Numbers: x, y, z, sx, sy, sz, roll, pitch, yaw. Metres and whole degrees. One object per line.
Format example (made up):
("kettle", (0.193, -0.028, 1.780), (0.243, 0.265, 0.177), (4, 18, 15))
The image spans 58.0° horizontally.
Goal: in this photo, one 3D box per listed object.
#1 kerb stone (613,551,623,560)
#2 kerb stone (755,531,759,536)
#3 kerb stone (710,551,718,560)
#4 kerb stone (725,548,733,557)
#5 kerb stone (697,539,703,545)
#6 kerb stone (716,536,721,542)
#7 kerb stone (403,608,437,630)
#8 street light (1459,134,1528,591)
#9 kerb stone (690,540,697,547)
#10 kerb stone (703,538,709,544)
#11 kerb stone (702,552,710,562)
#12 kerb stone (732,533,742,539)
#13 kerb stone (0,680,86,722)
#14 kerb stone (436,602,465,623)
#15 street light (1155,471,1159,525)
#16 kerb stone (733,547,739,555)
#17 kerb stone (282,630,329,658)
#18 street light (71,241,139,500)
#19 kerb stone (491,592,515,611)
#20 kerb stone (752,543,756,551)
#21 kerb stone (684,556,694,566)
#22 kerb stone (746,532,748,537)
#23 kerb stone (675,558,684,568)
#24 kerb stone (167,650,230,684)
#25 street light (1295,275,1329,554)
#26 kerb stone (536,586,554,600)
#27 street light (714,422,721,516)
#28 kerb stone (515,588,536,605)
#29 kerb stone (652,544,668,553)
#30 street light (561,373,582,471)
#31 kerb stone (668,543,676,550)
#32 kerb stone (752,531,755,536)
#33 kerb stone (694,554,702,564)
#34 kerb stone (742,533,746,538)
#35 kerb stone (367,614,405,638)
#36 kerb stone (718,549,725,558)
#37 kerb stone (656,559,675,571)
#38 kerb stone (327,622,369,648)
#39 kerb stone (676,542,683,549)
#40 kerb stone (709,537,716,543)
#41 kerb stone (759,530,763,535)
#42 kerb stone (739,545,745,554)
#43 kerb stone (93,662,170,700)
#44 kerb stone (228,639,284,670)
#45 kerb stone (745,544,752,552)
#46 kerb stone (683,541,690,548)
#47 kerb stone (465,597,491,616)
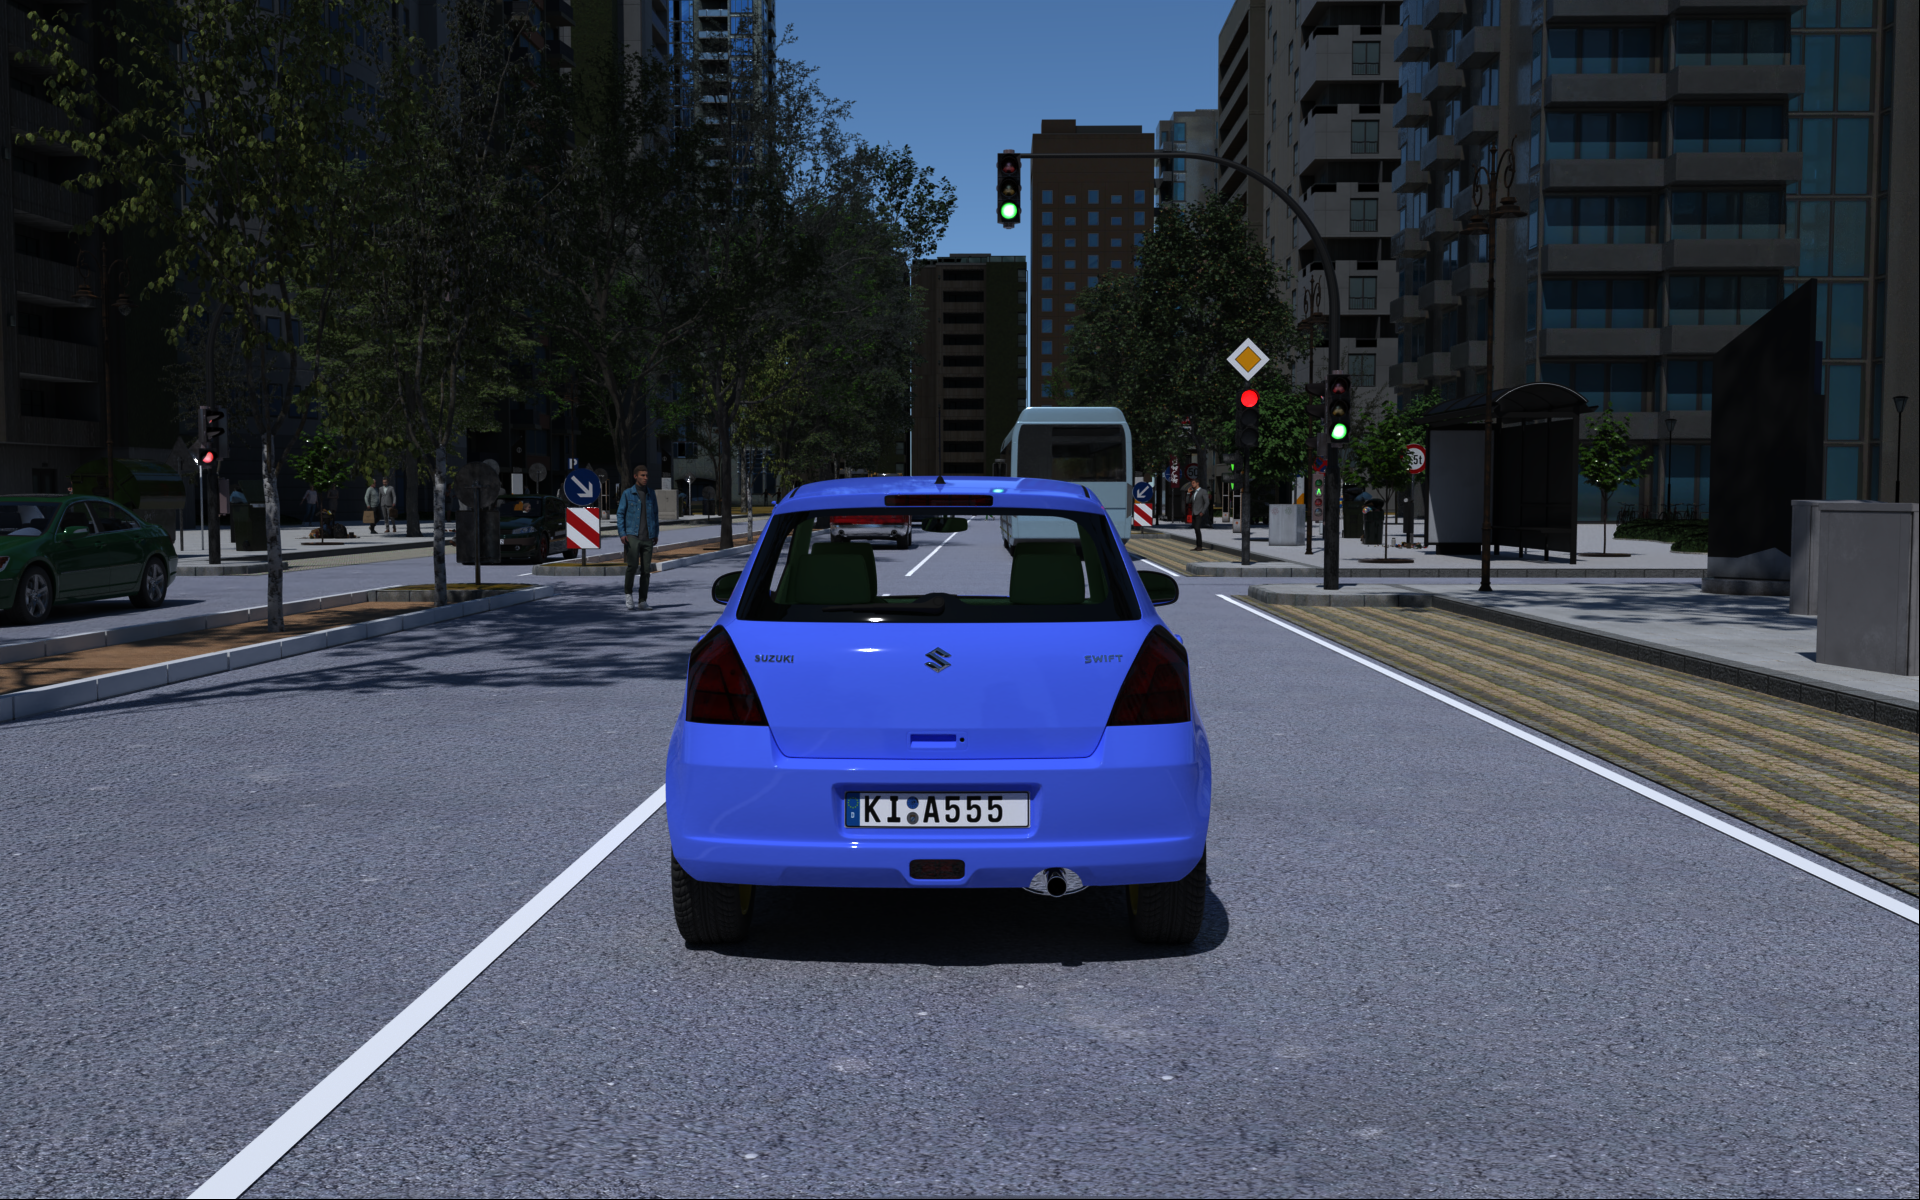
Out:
("kerb stone", (-7.563, -0.951, 37.751), (0.120, 0.150, 1.000), (0, 4, 1))
("kerb stone", (-7.080, -2.266, 59.242), (0.120, 0.150, 1.000), (0, 4, 1))
("kerb stone", (-5.463, -0.948, 37.696), (0.120, 0.150, 1.000), (0, 4, 1))
("kerb stone", (-5.411, -1.074, 39.749), (0.120, 0.150, 1.000), (0, 4, 1))
("kerb stone", (-7.332, -1.574, 47.994), (0.120, 0.150, 1.000), (0, 4, 1))
("kerb stone", (-7.259, -1.765, 51.059), (0.120, 0.150, 1.000), (0, 4, 1))
("kerb stone", (-5.882, 0.217, 18.653), (0.120, 0.150, 1.000), (0, 4, 1))
("street light", (6.963, -3.057, 22.773), (0.468, 5.910, 1.993), (0, 4, 1))
("kerb stone", (-7.349, -1.515, 46.971), (0.120, 0.150, 1.000), (0, 4, 1))
("kerb stone", (-7.309, -1.640, 49.015), (0.120, 0.150, 1.000), (0, 4, 1))
("kerb stone", (-5.484, -0.886, 36.674), (0.120, 0.150, 1.000), (0, 4, 1))
("kerb stone", (-7.169, -2.016, 55.154), (0.120, 0.150, 1.000), (0, 4, 1))
("kerb stone", (-6.046, 0.655, 11.491), (0.120, 0.150, 1.000), (0, 4, 1))
("kerb stone", (-5.865, 0.154, 19.681), (0.120, 0.150, 1.000), (0, 4, 1))
("street light", (8.095, -6.004, 70.956), (0.468, 5.910, 1.993), (0, 4, 1))
("kerb stone", (-5.390, -1.136, 40.773), (0.120, 0.150, 1.000), (0, 4, 1))
("kerb stone", (-5.956, 0.406, 15.586), (0.120, 0.150, 1.000), (0, 4, 1))
("street light", (-15.707, -3.619, 31.954), (0.468, 5.910, 1.993), (0, 4, 1))
("kerb stone", (-5.815, 0.028, 21.750), (0.120, 0.150, 1.000), (0, 4, 1))
("kerb stone", (-5.320, -1.322, 43.841), (0.120, 0.150, 1.000), (0, 4, 1))
("kerb stone", (-5.525, -0.760, 34.626), (0.120, 0.150, 1.000), (0, 4, 1))
("kerb stone", (-7.115, -2.141, 57.198), (0.120, 0.150, 1.000), (0, 4, 1))
("kerb stone", (-5.548, -0.698, 33.601), (0.120, 0.150, 1.000), (0, 4, 1))
("kerb stone", (-6.006, 0.530, 13.534), (0.120, 0.150, 1.000), (0, 4, 1))
("street light", (7.424, -3.907, 36.669), (0.468, 5.910, 1.993), (0, 4, 1))
("kerb stone", (-5.773, -0.096, 23.799), (0.120, 0.150, 1.000), (0, 4, 1))
("street light", (-14.049, -7.852, 101.161), (0.468, 5.910, 1.993), (0, 4, 1))
("kerb stone", (-5.800, -0.035, 22.772), (0.120, 0.150, 1.000), (0, 4, 1))
("kerb stone", (-7.439, -1.265, 42.883), (0.120, 0.150, 1.000), (0, 4, 1))
("street light", (-14.864, -5.731, 66.489), (0.468, 5.910, 1.993), (0, 4, 1))
("kerb stone", (-7.422, -1.328, 43.905), (0.120, 0.150, 1.000), (0, 4, 1))
("kerb stone", (-7.101, -2.199, 58.220), (0.120, 0.150, 1.000), (0, 4, 1))
("kerb stone", (-5.508, -0.817, 35.652), (0.120, 0.150, 1.000), (0, 4, 1))
("kerb stone", (-7.150, -2.078, 56.176), (0.120, 0.150, 1.000), (0, 4, 1))
("kerb stone", (-5.911, 0.280, 17.630), (0.120, 0.150, 1.000), (0, 4, 1))
("kerb stone", (-5.440, -1.003, 38.725), (0.120, 0.150, 1.000), (0, 4, 1))
("kerb stone", (-5.570, -0.635, 32.577), (0.120, 0.150, 1.000), (0, 4, 1))
("kerb stone", (-5.934, 0.342, 16.608), (0.120, 0.150, 1.000), (0, 4, 1))
("kerb stone", (-7.400, -1.390, 44.927), (0.120, 0.150, 1.000), (0, 4, 1))
("kerb stone", (-7.275, -1.699, 50.037), (0.120, 0.150, 1.000), (0, 4, 1))
("kerb stone", (-7.054, -2.328, 60.264), (0.120, 0.150, 1.000), (0, 4, 1))
("kerb stone", (-5.375, -1.199, 41.797), (0.120, 0.150, 1.000), (0, 4, 1))
("kerb stone", (-6.027, 0.592, 12.512), (0.120, 0.150, 1.000), (0, 4, 1))
("kerb stone", (-5.975, 0.467, 14.559), (0.120, 0.150, 1.000), (0, 4, 1))
("kerb stone", (-5.345, -1.261, 42.819), (0.120, 0.150, 1.000), (0, 4, 1))
("kerb stone", (-7.375, -1.453, 45.949), (0.120, 0.150, 1.000), (0, 4, 1))
("kerb stone", (-5.845, 0.090, 20.719), (0.120, 0.150, 1.000), (0, 4, 1))
